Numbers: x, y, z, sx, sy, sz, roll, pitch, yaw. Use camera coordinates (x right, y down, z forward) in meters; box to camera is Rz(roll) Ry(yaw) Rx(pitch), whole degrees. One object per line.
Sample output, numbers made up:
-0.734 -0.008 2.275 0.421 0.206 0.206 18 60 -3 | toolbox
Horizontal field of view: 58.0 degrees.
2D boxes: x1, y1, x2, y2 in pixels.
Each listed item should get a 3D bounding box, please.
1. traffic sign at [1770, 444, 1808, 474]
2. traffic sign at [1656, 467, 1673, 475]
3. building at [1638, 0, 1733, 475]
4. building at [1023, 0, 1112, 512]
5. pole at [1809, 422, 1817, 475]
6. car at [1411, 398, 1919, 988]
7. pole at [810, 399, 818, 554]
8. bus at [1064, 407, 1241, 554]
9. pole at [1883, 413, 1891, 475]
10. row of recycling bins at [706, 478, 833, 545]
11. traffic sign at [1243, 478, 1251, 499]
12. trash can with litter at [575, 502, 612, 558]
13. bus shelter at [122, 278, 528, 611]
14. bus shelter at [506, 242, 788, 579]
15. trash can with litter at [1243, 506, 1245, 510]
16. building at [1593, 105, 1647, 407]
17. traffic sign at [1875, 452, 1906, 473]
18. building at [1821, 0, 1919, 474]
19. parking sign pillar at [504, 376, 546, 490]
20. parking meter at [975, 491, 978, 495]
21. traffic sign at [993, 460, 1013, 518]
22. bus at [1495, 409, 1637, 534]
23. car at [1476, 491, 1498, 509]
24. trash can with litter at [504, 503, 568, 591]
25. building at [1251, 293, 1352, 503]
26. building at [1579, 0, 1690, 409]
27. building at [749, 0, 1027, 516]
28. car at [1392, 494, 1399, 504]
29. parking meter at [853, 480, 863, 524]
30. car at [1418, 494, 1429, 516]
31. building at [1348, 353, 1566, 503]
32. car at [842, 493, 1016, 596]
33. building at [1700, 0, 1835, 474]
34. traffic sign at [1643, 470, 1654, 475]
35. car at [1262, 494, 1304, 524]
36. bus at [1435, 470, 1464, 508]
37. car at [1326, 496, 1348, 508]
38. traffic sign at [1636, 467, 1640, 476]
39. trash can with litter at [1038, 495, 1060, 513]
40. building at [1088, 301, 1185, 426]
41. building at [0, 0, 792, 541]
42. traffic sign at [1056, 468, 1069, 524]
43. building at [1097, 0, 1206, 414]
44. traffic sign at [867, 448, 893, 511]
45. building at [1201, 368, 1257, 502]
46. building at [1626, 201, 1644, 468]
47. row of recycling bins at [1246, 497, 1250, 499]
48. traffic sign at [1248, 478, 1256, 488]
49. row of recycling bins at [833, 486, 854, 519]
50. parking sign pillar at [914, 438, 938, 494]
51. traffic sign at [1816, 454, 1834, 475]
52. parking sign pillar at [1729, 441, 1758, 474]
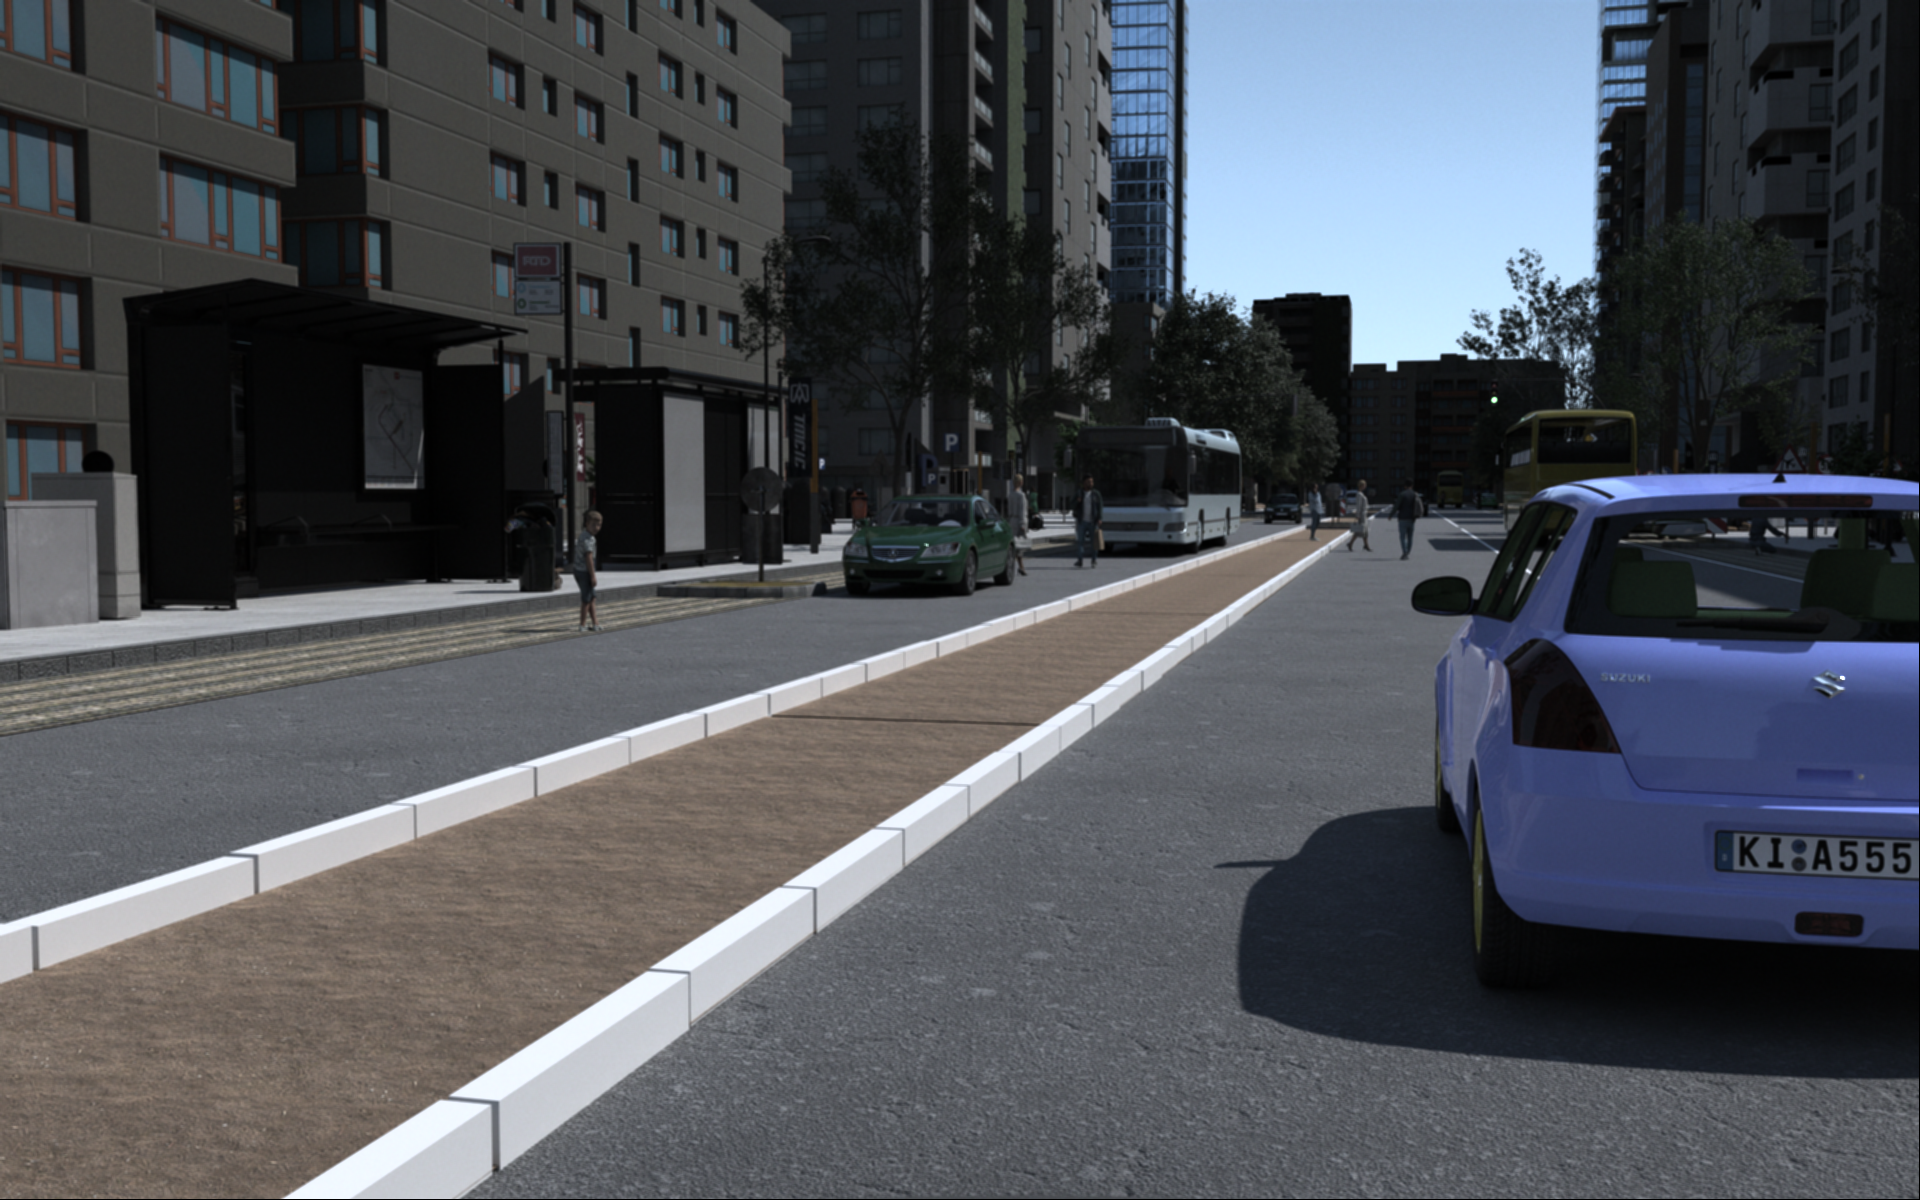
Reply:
21.328 -2.728 44.609 0.884 2.594 0.081 1 4 16 | traffic sign
32.582 -4.898 80.189 0.768 2.556 0.104 1 4 22 | traffic sign
69.990 -30.973 156.519 14.600 45.320 14.200 1 4 14 | building
-3.458 -33.234 132.616 28.713 52.752 27.495 1 4 14 | building
24.215 -3.386 49.208 0.158 3.312 0.155 0 3 0 | pole
2.608 0.212 6.133 1.945 1.707 3.694 1 4 13 | car
-3.141 -2.654 37.237 0.158 3.312 0.155 0 3 0 | pole
5.266 -3.034 44.468 2.948 3.499 13.247 1 4 15 | bus
23.511 -3.063 43.919 0.158 3.312 0.155 0 3 0 | pole
-5.072 -2.317 44.993 3.534 1.692 1.069 2 4 35 | row of recycling bins
21.968 -8.149 133.341 0.768 2.556 0.104 1 4 16 | traffic sign
-7.317 -1.397 34.221 1.055 1.170 0.624 -3 5 -45 | trash can with litter
-7.772 -1.885 22.108 1.731 3.624 6.357 1 4 14 | bus shelter
-5.407 -3.211 30.137 2.179 5.291 8.768 1 4 15 | bus shelter
23.222 -8.082 143.532 1.055 1.170 0.624 -2 4 -24 | trash can with litter
82.365 -32.807 191.023 22.147 44.769 28.867 1 4 14 | building
24.022 -2.744 44.875 0.884 2.594 0.081 1 4 20 | traffic sign
52.972 -19.316 87.511 14.107 30.474 14.160 1 4 14 | building
-10.082 -3.105 39.234 1.447 3.967 1.447 -3 4 -38 | parking sign pillar
1.018 -5.227 93.870 0.372 1.533 0.369 0 3 0 | parking meter
1.266 -3.017 51.456 0.606 2.300 0.079 1 4 19 | traffic sign
17.214 -3.556 49.689 2.896 3.916 12.252 1 4 14 | bus
50.008 -9.504 164.179 1.959 1.807 4.718 1 4 14 | car
-5.628 -0.710 22.997 0.624 1.170 1.055 0 4 -2 | trash can with litter
49.729 -29.391 252.247 14.107 30.474 14.160 1 4 14 | building
101.132 -56.817 241.625 31.000 86.520 22.319 1 4 14 | building
-4.422 -25.592 102.022 14.154 41.232 14.086 1 4 14 | building
45.568 -10.313 178.401 2.009 1.686 4.222 1 4 15 | car
-4.364 -4.191 74.233 0.399 1.863 0.255 -1 4 -21 | parking meter
29.467 -6.280 112.470 2.009 1.686 4.222 1 4 13 | car
72.468 -25.049 254.591 28.899 21.520 27.650 1 4 14 | building
-0.380 -0.873 26.066 2.131 1.459 4.920 1 4 13 | car
67.413 -32.347 118.112 28.713 52.752 27.495 1 4 14 | building
36.851 -5.656 92.574 0.768 2.556 0.104 1 4 17 | traffic sign
15.763 -4.563 84.392 2.009 1.686 4.222 1 4 13 | car
50.936 -11.532 180.090 2.896 3.916 12.252 1 4 15 | bus
37.376 -9.775 171.613 2.131 1.459 4.920 1 4 14 | car
29.847 -4.708 77.083 0.768 2.556 0.104 1 4 17 | traffic sign
6.065 -6.420 116.017 2.233 1.210 1.678 -1 4 -19 | trash can with litter
7.573 -20.084 173.418 27.650 21.520 28.899 1 4 14 | building
-23.757 -12.862 55.333 28.899 21.520 27.650 1 4 14 | building
4.460 -4.525 74.094 0.768 2.556 0.104 1 4 15 | traffic sign
15.237 -54.913 210.490 31.000 86.520 22.319 1 4 14 | building
-2.264 -3.015 49.295 0.884 2.594 0.081 1 4 22 | traffic sign
30.235 -25.680 264.908 28.899 21.520 27.650 1 4 14 | building
73.036 -24.430 171.129 14.160 30.474 14.107 1 4 14 | building
23.957 -8.654 148.610 1.069 1.692 3.534 -1 4 -10 | row of recycling bins
22.480 -8.181 133.864 0.768 2.556 0.104 1 4 22 | traffic sign
-6.662 -4.989 88.686 3.534 1.692 1.069 -2 4 -24 | row of recycling bins
-1.603 -5.838 83.929 1.447 3.967 1.447 3 5 44 | parking sign pillar
27.354 -3.335 54.640 0.768 2.556 0.104 1 4 20 | traffic sign
39.280 -6.018 86.861 1.447 3.967 1.447 2 4 25 | parking sign pillar
